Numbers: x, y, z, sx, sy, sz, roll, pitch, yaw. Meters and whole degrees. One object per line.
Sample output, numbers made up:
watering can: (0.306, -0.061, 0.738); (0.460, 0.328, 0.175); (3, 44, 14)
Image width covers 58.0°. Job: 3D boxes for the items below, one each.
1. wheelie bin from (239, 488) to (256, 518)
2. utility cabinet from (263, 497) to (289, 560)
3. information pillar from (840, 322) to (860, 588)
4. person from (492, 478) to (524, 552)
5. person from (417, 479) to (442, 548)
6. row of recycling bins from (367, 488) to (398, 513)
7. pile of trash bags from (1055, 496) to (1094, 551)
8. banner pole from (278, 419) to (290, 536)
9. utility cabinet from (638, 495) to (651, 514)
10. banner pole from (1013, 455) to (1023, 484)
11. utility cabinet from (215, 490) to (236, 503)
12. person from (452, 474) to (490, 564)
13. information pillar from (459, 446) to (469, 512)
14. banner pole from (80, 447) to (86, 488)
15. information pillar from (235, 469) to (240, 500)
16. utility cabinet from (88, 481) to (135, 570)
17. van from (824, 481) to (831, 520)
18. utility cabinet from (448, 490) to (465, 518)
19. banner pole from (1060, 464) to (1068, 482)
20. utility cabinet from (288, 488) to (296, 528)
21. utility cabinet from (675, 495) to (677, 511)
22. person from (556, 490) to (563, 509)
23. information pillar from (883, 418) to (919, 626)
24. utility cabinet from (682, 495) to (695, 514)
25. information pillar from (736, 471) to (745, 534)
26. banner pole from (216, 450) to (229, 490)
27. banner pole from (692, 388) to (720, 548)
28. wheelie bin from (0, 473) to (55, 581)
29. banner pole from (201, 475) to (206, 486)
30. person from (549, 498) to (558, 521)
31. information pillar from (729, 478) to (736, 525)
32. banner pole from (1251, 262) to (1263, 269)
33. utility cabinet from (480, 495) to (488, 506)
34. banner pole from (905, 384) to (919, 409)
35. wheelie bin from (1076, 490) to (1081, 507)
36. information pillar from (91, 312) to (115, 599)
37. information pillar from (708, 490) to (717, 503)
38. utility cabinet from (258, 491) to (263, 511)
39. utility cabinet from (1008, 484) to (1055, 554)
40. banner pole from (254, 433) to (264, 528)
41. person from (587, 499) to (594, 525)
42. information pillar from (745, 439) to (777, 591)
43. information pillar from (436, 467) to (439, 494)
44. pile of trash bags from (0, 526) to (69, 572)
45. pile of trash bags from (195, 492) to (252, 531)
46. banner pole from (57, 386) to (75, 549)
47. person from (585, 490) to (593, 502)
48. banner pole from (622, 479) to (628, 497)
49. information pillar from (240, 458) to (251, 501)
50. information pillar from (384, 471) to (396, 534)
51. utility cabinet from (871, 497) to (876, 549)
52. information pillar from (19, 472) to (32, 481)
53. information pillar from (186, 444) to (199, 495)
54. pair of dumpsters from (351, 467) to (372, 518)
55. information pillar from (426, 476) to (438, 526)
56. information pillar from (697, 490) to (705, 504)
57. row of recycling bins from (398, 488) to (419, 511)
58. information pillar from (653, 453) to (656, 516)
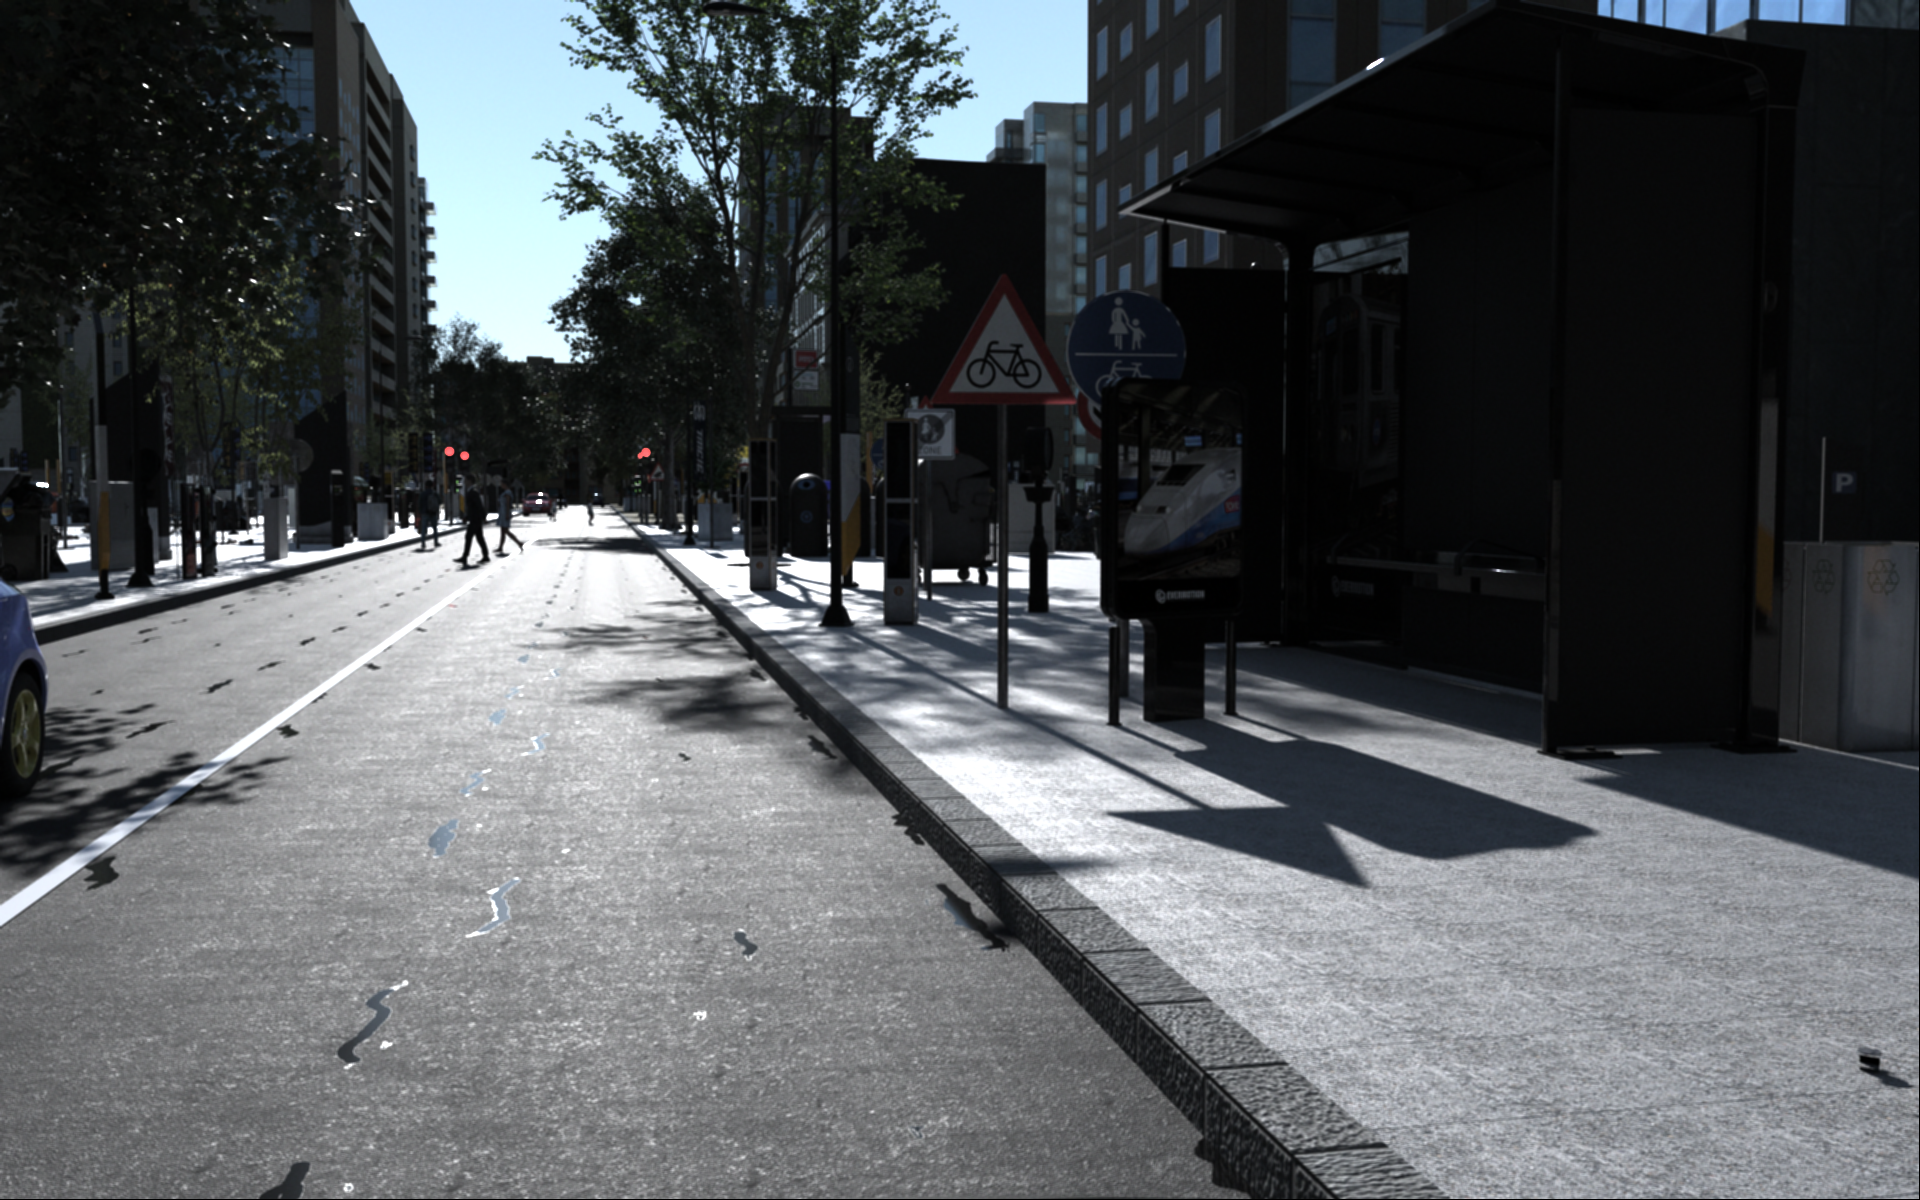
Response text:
wheelie bin: (-38.811, -5.294, 94.467); (0.980, 1.594, 0.693); (-1, 4, -23)
utility cabinet: (-13.502, -1.407, 34.166); (0.306, 1.237, 1.020); (-1, 4, -12)
information pillar: (-1.521, -1.991, 23.903); (0.183, 3.616, 0.504); (1, 4, 22)
person: (-11.080, -2.070, 42.437); (0.778, 1.811, 0.616); (0, 4, -2)
person: (-14.006, -2.269, 45.577); (0.794, 1.824, 0.713); (1, 4, 12)
row of recycling bins: (-37.783, -6.293, 109.996); (3.534, 1.692, 1.069); (0, 4, 3)
pile of trash bags: (2.599, -1.877, 40.438); (1.912, 1.369, 3.447); (-2, 4, -24)
banner pole: (-20.650, -3.824, 52.534); (0.401, 3.779, 0.863); (-3, 5, -39)
utility cabinet: (-20.406, -6.167, 111.988); (0.306, 1.237, 1.020); (-3, 5, -42)
banner pole: (3.786, -7.418, 111.298); (0.863, 3.779, 0.401); (1, 4, 11)
utility cabinet: (-40.868, -5.358, 96.286); (1.173, 1.500, 0.318); (-3, 5, -40)
person: (-10.074, -1.675, 35.671); (0.755, 1.850, 0.659); (-1, 4, -12)
information pillar: (-23.281, -5.510, 81.446); (0.504, 3.616, 0.183); (1, 4, 10)
banner pole: (-45.379, -6.091, 89.613); (0.863, 3.779, 0.401); (3, 5, 41)
information pillar: (-58.987, -9.188, 141.580); (0.504, 3.616, 0.183); (1, 4, 16)
utility cabinet: (-14.257, -1.260, 29.272); (0.318, 1.500, 1.173); (0, 3, 0)
van: (-6.277, -4.426, 76.753); (5.245, 2.365, 2.240); (-1, 4, -13)
utility cabinet: (-27.012, -5.174, 93.278); (1.173, 1.500, 0.318); (0, 4, 0)
banner pole: (8.671, -9.467, 144.805); (0.863, 3.779, 0.401); (1, 4, 9)
utility cabinet: (-24.592, -3.402, 64.300); (0.318, 1.500, 1.173); (-3, 4, -38)
utility cabinet: (-16.542, -5.407, 99.566); (0.306, 1.237, 1.020); (0, 4, 2)
person: (-38.110, -9.593, 164.980); (0.705, 1.869, 1.348); (-3, 5, -43)
information pillar: (-0.578, -0.765, 16.992); (0.304, 2.012, 0.304); (0, 4, 8)
utility cabinet: (-16.949, -5.972, 108.800); (1.020, 1.237, 0.306); (1, 4, 10)
information pillar: (-6.902, -3.114, 55.408); (0.304, 2.012, 0.304); (0, 4, -4)
banner pole: (-42.319, -6.682, 99.262); (0.863, 3.779, 0.401); (0, 4, 2)
banner pole: (-6.011, -3.104, 40.771); (0.401, 3.779, 0.863); (2, 4, 34)
wheelie bin: (-13.937, -1.097, 25.848); (0.693, 1.594, 0.980); (-1, 4, -13)
banner pole: (-45.631, -7.010, 104.633); (0.863, 3.779, 0.401); (0, 4, -3)
person: (-21.808, -4.860, 92.975); (0.382, 1.210, 0.505); (1, 4, 17)
information pillar: (-9.286, -4.066, 70.970); (0.304, 2.012, 0.304); (-1, 4, -21)
banner pole: (2.985, -1.758, 18.768); (0.863, 3.779, 0.401); (-1, 4, -14)
utility cabinet: (-31.312, -6.185, 112.284); (1.020, 1.237, 0.306); (0, 4, 4)
banner pole: (-1.091, -3.018, 39.365); (0.401, 3.779, 0.863); (-2, 4, -23)
wheelie bin: (8.357, -7.233, 126.171); (0.980, 1.594, 0.693); (1, 4, 19)
information pillar: (-10.467, -1.820, 21.106); (0.183, 3.616, 0.504); (-2, 4, -32)
information pillar: (-13.763, -6.424, 96.390); (0.504, 3.616, 0.183); (-1, 4, -20)
utility cabinet: (-52.559, -7.475, 130.892); (1.173, 1.500, 0.318); (0, 4, 2)
utility cabinet: (1.427, -1.730, 36.957); (1.173, 1.500, 0.318); (1, 4, 14)
banner pole: (-26.090, -4.554, 64.467); (0.863, 3.779, 0.401); (3, 5, 42)
person: (-17.240, -4.100, 80.547); (0.382, 1.210, 0.505); (-2, 4, -35)
information pillar: (-2.626, -1.136, 23.073); (0.304, 2.012, 0.304); (1, 4, 12)
information pillar: (-40.661, -8.753, 134.473); (0.504, 3.616, 0.183); (-1, 4, -21)
pile of trash bags: (-15.549, -1.130, 28.233); (1.912, 1.369, 3.447); (-1, 4, -12)
pile of trash bags: (-26.365, -3.129, 60.904); (1.912, 1.369, 3.447); (0, 4, 0)
banner pole: (-20.942, -3.081, 40.392); (0.401, 3.779, 0.863); (-2, 4, -32)
person: (-37.233, -10.113, 173.947); (0.705, 1.812, 1.348); (1, 4, 22)
banner pole: (-28.994, -9.788, 150.052); (0.401, 3.779, 0.863); (2, 4, 31)
information pillar: (-45.071, -7.228, 109.535); (0.504, 3.616, 0.183); (-1, 4, -9)
information pillar: (-18.320, -3.127, 55.618); (0.304, 2.012, 0.304); (0, 4, -8)
utility cabinet: (-1.835, -1.806, 40.692); (1.020, 1.237, 0.306); (0, 4, 6)
information pillar: (-31.739, -3.323, 58.816); (0.304, 2.012, 0.304); (1, 4, 20)
information pillar: (-34.215, -5.249, 77.182); (0.183, 3.616, 0.504); (3, 5, 41)
pair of dumpsters: (-21.626, -3.550, 60.533); (1.574, 2.255, 4.437); (-1, 4, -12)
information pillar: (-21.028, -3.945, 69.000); (0.304, 2.012, 0.304); (1, 4, 20)
information pillar: (-14.874, -6.592, 99.139); (0.504, 3.616, 0.183); (-3, 4, -37)
row of recycling bins: (-38.850, -6.934, 120.481); (3.534, 1.692, 1.069); (1, 4, 14)
information pillar: (-17.526, -6.625, 99.669); (0.183, 3.616, 0.504); (0, 4, 7)
